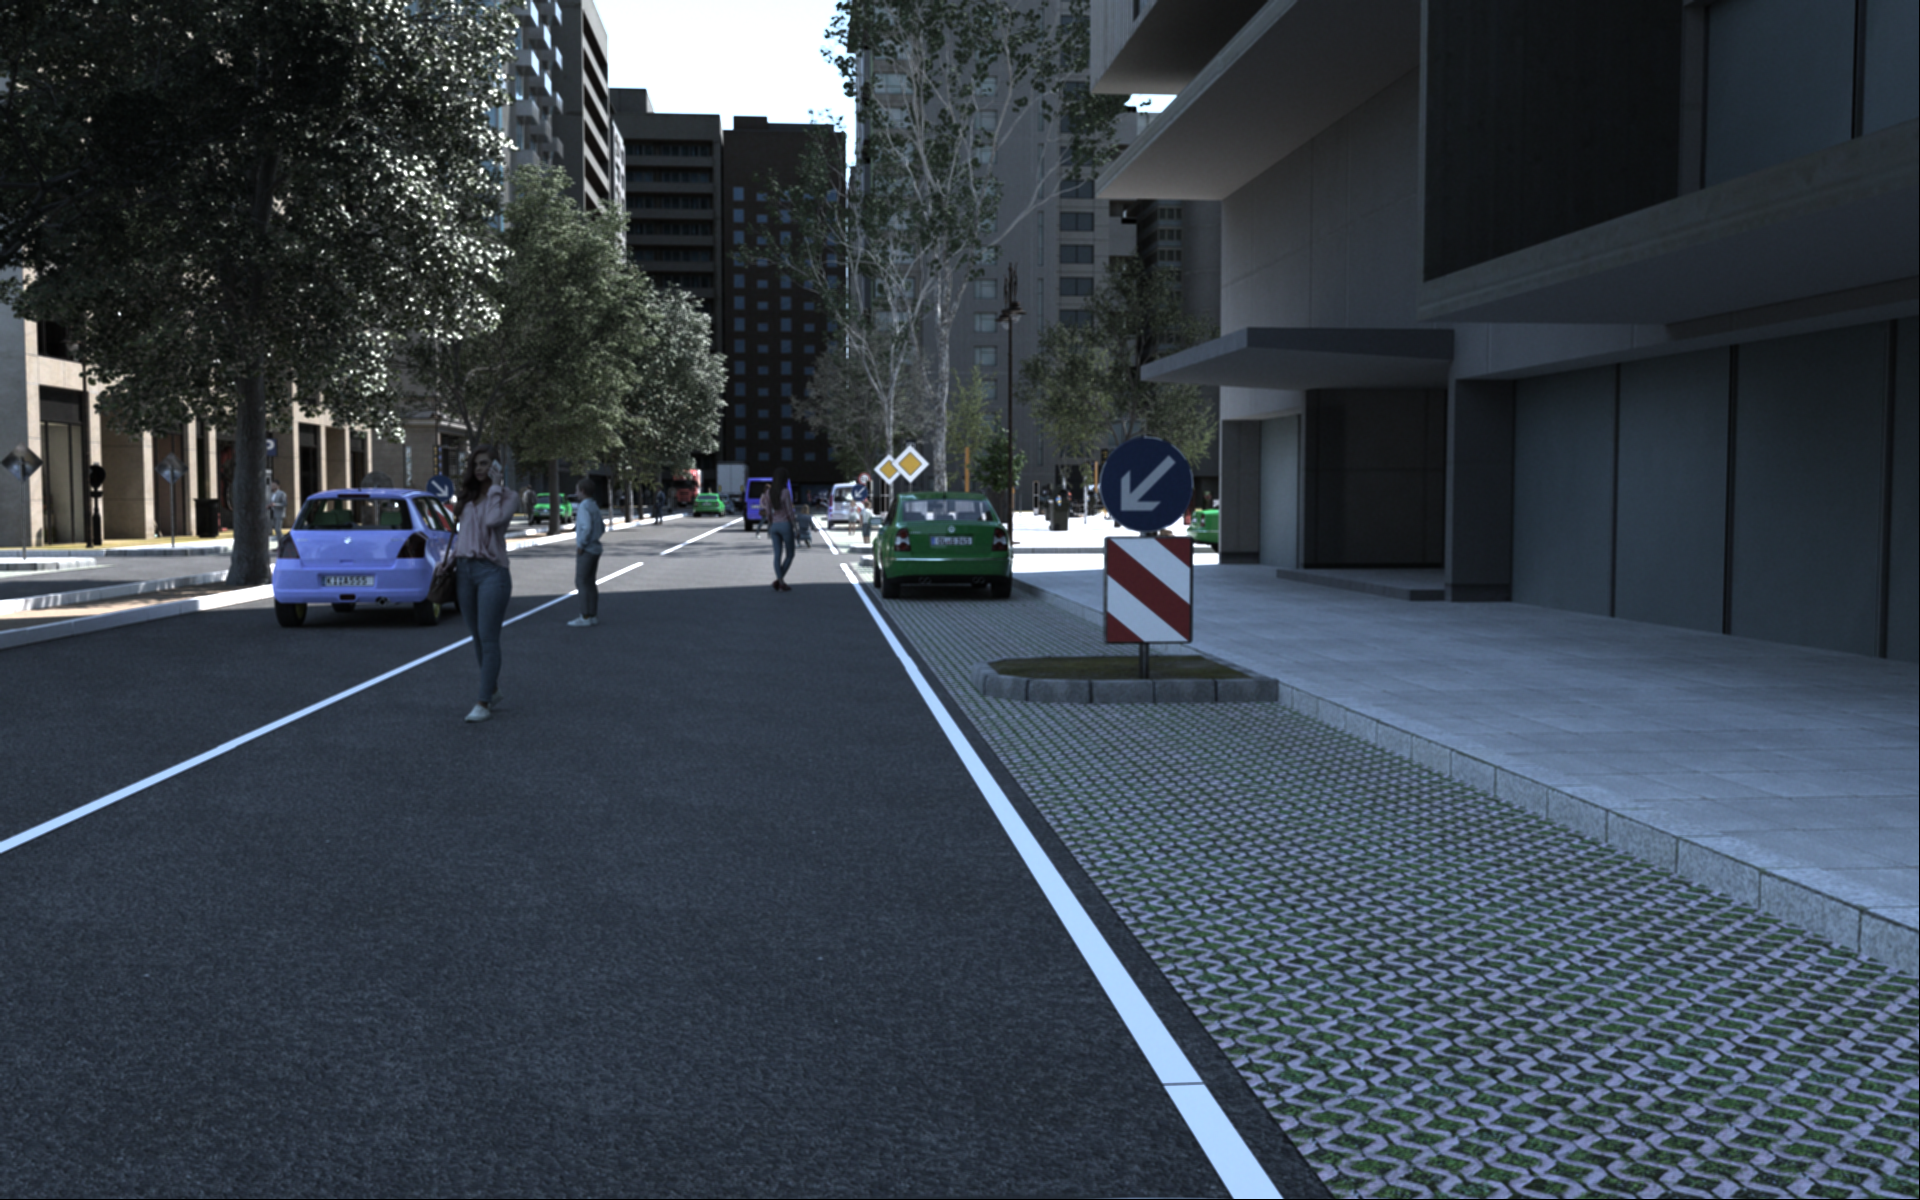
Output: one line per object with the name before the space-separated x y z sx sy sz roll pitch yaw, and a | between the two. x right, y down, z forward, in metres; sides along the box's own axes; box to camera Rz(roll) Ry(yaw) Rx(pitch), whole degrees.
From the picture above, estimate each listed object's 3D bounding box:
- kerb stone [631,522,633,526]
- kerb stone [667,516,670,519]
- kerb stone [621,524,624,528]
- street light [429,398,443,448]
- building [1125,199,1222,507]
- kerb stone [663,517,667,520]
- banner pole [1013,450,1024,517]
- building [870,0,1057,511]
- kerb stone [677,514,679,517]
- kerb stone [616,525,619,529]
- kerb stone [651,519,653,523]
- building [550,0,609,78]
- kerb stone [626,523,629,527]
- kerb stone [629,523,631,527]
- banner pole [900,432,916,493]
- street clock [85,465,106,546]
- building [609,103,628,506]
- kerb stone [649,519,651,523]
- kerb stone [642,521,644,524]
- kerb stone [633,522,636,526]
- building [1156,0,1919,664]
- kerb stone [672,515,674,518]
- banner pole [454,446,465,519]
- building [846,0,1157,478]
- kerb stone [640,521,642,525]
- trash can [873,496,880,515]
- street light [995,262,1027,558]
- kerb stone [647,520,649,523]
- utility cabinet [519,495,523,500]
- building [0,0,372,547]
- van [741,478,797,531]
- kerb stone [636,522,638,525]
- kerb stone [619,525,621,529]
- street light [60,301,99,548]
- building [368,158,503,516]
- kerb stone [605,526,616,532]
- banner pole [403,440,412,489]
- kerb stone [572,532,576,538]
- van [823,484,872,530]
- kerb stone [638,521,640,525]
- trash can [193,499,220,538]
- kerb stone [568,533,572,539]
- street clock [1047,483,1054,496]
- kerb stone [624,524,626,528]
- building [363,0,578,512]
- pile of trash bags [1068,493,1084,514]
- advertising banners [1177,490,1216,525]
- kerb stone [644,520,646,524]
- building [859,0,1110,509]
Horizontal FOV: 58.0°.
kerb stone | -14.507 -3.275 75.735 0.120 0.150 1.000 0 4 -5
kerb stone | -16.523 -4.584 97.183 0.120 0.150 1.000 0 4 -5
kerb stone | -14.124 -3.025 71.652 0.120 0.150 1.000 0 4 -5
street light | -24.538 -6.637 81.307 0.468 5.910 1.993 0 4 -5
building | 29.798 -29.840 179.766 23.993 40.220 32.217 0 4 -5
kerb stone | -16.339 -4.455 95.137 0.120 0.150 1.000 0 4 -5
banner pole | 3.267 -6.576 97.529 0.401 3.779 0.863 3 4 38
building | -0.131 -27.762 137.505 14.154 41.232 14.086 0 4 -5
kerb stone | -17.199 -5.022 104.315 0.120 0.150 1.000 0 4 -5
kerb stone | -13.938 -2.900 69.614 0.120 0.150 1.000 0 4 -5
kerb stone | -15.466 -3.892 85.942 0.120 0.150 1.000 0 4 -5
building | -43.210 -32.507 155.196 21.300 48.544 21.600 0 4 -5
kerb stone | -14.320 -3.150 73.691 0.120 0.150 1.000 0 4 -5
kerb stone | -14.407 -3.212 74.712 0.120 0.150 1.000 0 4 -5
banner pole | -2.128 -4.874 69.699 0.863 3.779 0.401 -1 4 -20
street clock | -21.528 -2.361 43.166 0.471 2.002 0.358 -2 4 -24
building | -42.532 -30.518 182.561 14.086 41.232 14.154 0 4 -5
kerb stone | -15.375 -3.835 84.909 0.120 0.150 1.000 0 4 -5
kerb stone | -14.991 -3.586 80.831 0.120 0.150 1.000 0 4 -5
kerb stone | -14.598 -3.337 76.754 0.120 0.150 1.000 0 4 -5
building | 16.936 -26.297 19.202 28.713 52.752 27.495 0 4 -5
kerb stone | -16.814 -4.773 100.241 0.120 0.150 1.000 0 4 -5
banner pole | -26.119 -6.145 90.492 0.863 3.779 0.401 2 4 30
building | 3.041 -36.111 179.657 28.713 52.752 27.495 0 4 -5
kerb stone | -14.898 -3.518 79.810 0.120 0.150 1.000 0 4 -5
trash can | -4.895 -5.650 104.027 0.748 1.137 0.748 0 3 0
street light | 1.006 -3.785 34.677 0.468 5.910 1.993 0 4 -5
kerb stone | -15.274 -3.773 83.892 0.120 0.150 1.000 0 4 -5
utility cabinet | -28.702 -6.439 113.950 0.318 1.500 1.173 0 4 -2
building | -33.617 -15.449 57.101 19.350 26.468 34.151 0 4 -5
van | -7.548 -3.920 68.476 2.240 2.365 5.245 0 4 -6
kerb stone | -14.697 -3.397 77.773 0.120 0.150 1.000 0 4 -5
kerb stone | -14.023 -2.955 70.635 0.120 0.150 1.000 0 4 -5
street light | -20.816 -4.187 41.244 0.468 5.910 1.993 0 4 -5
building | -32.898 -14.914 94.752 10.553 20.767 40.483 0 4 -5
kerb stone | -13.828 -2.838 68.591 0.120 0.150 1.000 0 4 -5
banner pole | -25.544 -5.505 80.028 0.863 3.779 0.401 3 5 43
kerb stone | -12.679 -2.085 56.331 0.120 0.150 1.000 0 4 -5
van | -4.583 -3.896 70.715 2.013 2.044 4.112 0 4 -5
kerb stone | -14.797 -3.462 78.793 0.120 0.150 1.000 0 4 -5
trash can | -22.108 -2.397 50.850 0.748 1.137 0.748 0 3 0
kerb stone | -12.587 -2.024 55.302 0.120 0.150 1.000 0 4 -5
street clock | 5.983 -6.746 114.863 0.358 2.002 0.471 3 4 36
kerb stone | -14.224 -3.085 72.673 0.120 0.150 1.000 0 4 -5
building | -41.924 -31.168 129.198 23.786 49.044 30.456 0 4 -5
pile of trash bags | 7.544 -6.452 115.235 1.912 1.369 3.447 -1 4 -13
advertising banners | 9.467 -4.589 71.220 2.074 3.025 0.090 0 3 0
kerb stone | -15.079 -3.646 81.851 0.120 0.150 1.000 0 4 -5
building | 1.446 -43.799 154.362 20.563 71.187 20.611 0 4 -5
